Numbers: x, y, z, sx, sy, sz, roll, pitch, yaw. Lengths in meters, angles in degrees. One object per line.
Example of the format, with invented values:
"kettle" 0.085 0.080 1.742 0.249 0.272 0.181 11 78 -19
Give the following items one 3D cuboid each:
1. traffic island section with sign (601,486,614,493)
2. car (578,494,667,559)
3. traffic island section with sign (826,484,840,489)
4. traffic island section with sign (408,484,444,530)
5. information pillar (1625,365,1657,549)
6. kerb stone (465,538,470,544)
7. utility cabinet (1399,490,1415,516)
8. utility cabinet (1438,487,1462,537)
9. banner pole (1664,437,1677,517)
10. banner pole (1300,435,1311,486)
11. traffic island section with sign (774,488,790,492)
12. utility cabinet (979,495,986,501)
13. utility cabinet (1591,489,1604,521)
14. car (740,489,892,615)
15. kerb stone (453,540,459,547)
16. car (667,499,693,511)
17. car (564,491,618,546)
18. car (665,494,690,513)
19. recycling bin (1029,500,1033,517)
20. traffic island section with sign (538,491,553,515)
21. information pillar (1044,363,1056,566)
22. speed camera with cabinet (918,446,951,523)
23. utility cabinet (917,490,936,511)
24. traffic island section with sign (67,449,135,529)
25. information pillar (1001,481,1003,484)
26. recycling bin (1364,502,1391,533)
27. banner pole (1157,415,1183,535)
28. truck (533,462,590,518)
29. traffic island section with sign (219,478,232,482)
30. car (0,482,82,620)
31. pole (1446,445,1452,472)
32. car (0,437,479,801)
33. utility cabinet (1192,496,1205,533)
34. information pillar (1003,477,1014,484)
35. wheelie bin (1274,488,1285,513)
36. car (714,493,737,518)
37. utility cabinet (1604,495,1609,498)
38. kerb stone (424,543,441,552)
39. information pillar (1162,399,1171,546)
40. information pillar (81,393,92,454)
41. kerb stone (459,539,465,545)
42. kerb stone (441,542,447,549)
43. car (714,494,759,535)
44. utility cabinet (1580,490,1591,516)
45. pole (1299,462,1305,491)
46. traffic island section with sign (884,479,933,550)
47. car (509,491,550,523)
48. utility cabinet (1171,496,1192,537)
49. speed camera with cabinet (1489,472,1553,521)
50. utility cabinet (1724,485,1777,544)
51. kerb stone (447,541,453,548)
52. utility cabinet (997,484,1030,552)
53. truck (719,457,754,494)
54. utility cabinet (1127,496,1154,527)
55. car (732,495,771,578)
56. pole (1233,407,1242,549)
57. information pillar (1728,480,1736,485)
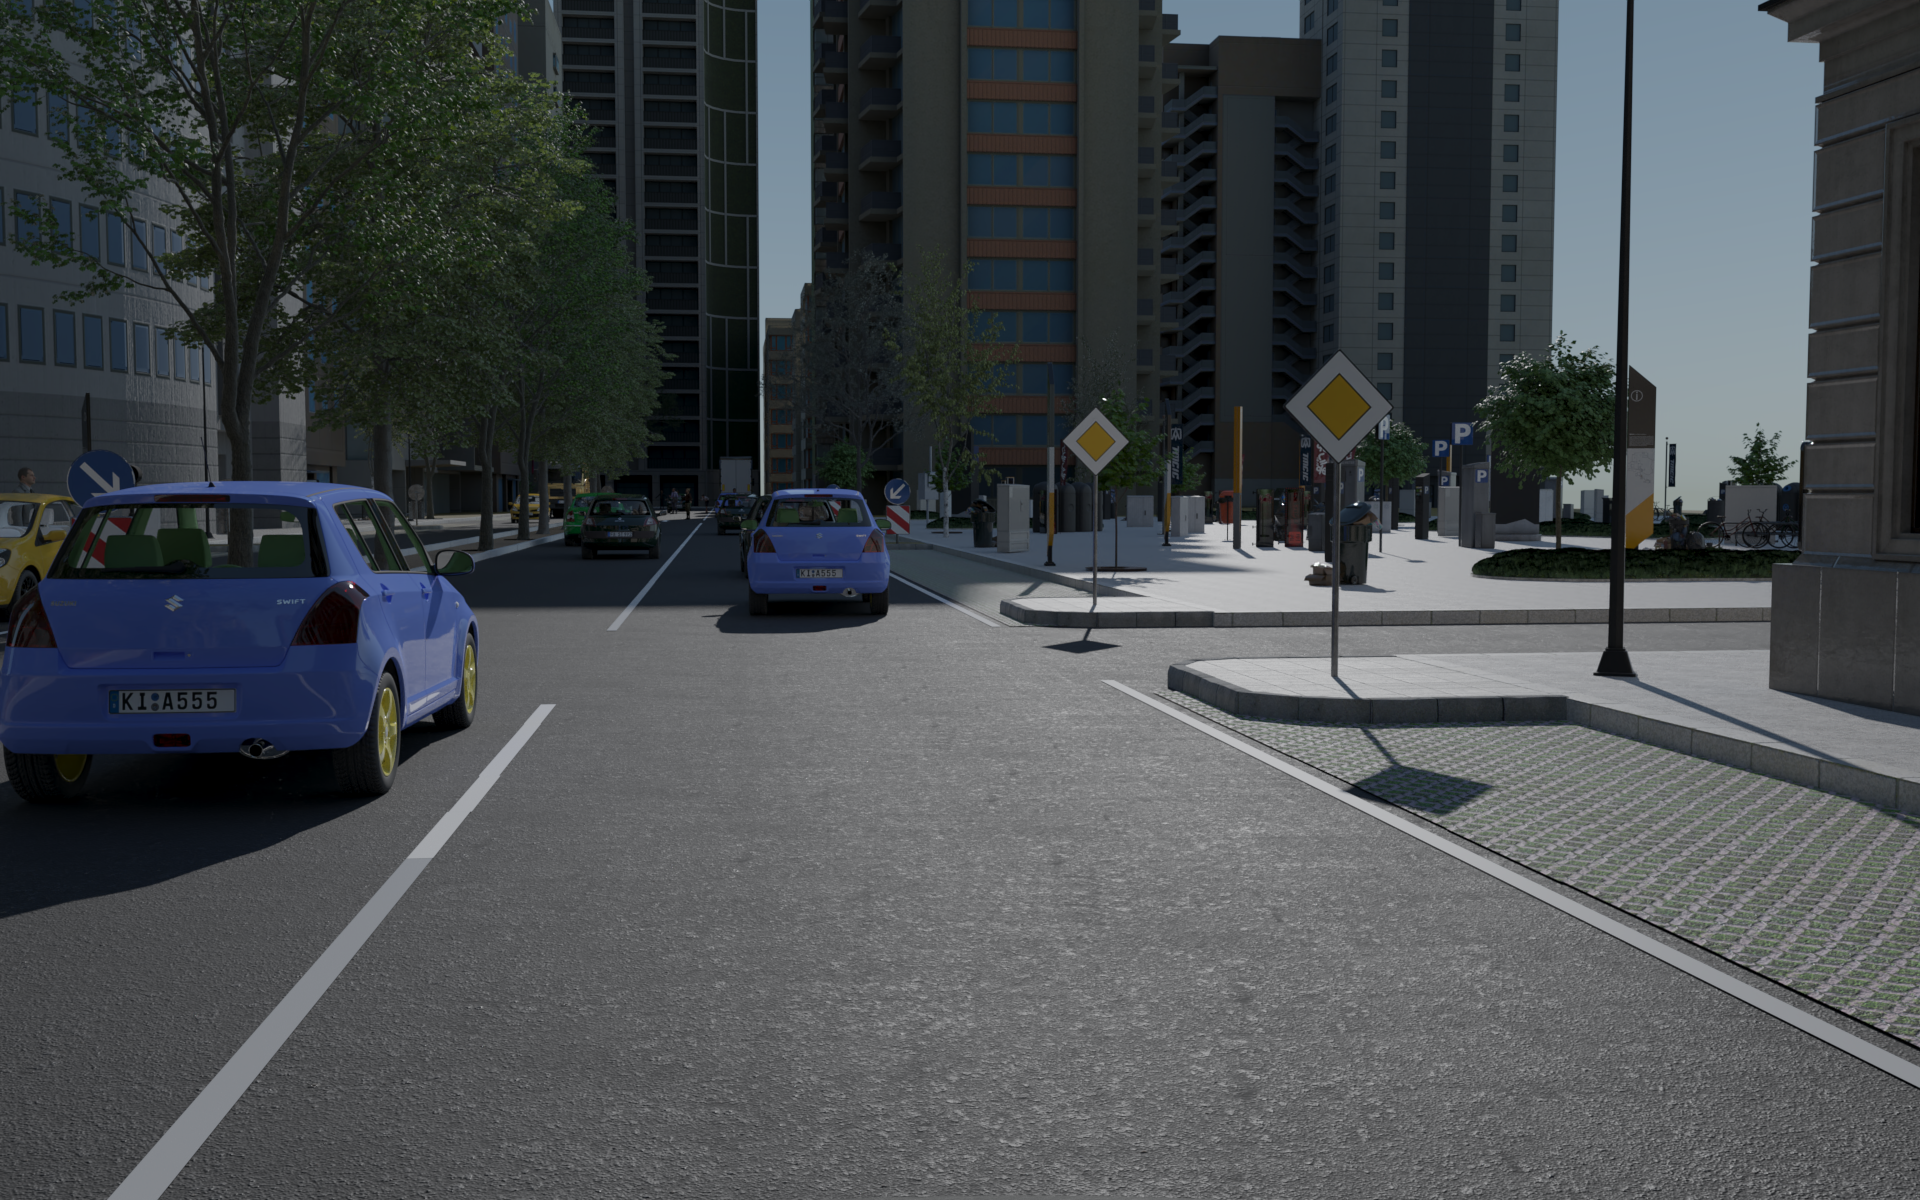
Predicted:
"traffic island section with sign" -18.942 -5.180 92.830 2.006 1.907 1.989 0 4 -8
"car" -7.715 -1.821 39.561 2.009 1.686 4.222 -1 4 -9
"traffic island section with sign" -5.411 -3.864 71.809 1.989 1.847 2.006 0 4 -8
"traffic island section with sign" -21.978 -3.752 69.976 1.989 1.847 2.006 0 4 -8
"information pillar" 12.342 -2.452 31.446 0.504 3.616 0.183 1 4 12
"kerb stone" -14.081 -1.642 49.040 0.120 0.150 1.000 0 4 -8
"utility cabinet" 23.207 -4.942 89.486 0.318 1.500 1.173 -2 4 -24
"utility cabinet" 14.866 -2.638 51.810 1.173 1.500 0.318 -2 4 -27
"banner pole" 30.984 -5.237 75.639 0.401 3.779 0.863 -1 4 -16
"banner pole" 12.939 -4.535 64.164 0.863 3.779 0.401 3 5 40
"traffic island section with sign" -15.726 -8.532 148.121 1.989 1.847 2.006 0 4 -8
"utility cabinet" 0.687 -4.124 78.590 1.020 1.237 0.306 2 4 29
"utility cabinet" 27.102 -3.961 73.441 0.318 1.500 1.173 1 4 15
"car" -1.809 -0.749 21.841 1.945 1.707 3.694 0 4 -6
"kerb stone" -13.801 -1.518 47.010 0.120 0.150 1.000 0 4 -8
"car" -23.046 -7.970 142.113 2.131 1.459 4.920 0 4 -6
"car" -10.203 -2.472 49.207 1.959 1.807 4.718 0 4 -7
"car" -21.275 -7.410 130.946 2.009 1.686 4.222 -1 4 -9
"recycling bin" 2.986 -3.867 75.784 0.722 1.027 0.722 2 4 35
"traffic island section with sign" -28.576 -6.735 118.742 1.989 1.847 2.006 0 4 -8
"information pillar" 1.609 -2.411 30.778 0.183 3.616 0.504 0 4 -2
"speed camera with cabinet" -0.748 -4.781 72.511 2.038 3.252 0.660 -2 4 -33
"utility cabinet" -1.811 -5.176 93.314 0.318 1.500 1.173 3 5 43
"traffic island section with sign" -8.865 -0.626 18.368 2.006 1.907 1.989 0 4 -8
"information pillar" 2.467 -5.512 94.619 0.304 2.012 0.304 -3 5 -42
"recycling bin" 13.991 -2.783 58.053 0.722 1.027 0.722 0 4 -5
"banner pole" 6.647 -3.951 54.611 0.863 3.779 0.401 2 4 24
"truck" -24.090 -6.780 106.770 3.469 3.379 9.791 0 4 -7
"traffic island section with sign" -18.374 -2.118 43.261 1.989 1.847 2.006 0 4 -8
"car" -11.466 -0.637 20.635 2.015 1.641 3.980 0 4 -6
"pole" 20.305 -4.778 71.966 0.158 3.312 0.155 0 3 0
"car" -3.704 0.009 9.446 1.945 1.707 3.694 0 4 -7
"utility cabinet" 7.639 -2.836 57.534 1.020 1.237 0.306 -2 4 -26
"information pillar" 2.162 -4.317 75.078 0.304 2.012 0.304 -1 4 -12
"wheelie bin" 16.746 -5.053 90.519 0.693 1.594 0.980 -2 4 -35
"car" -14.235 -5.951 106.886 1.945 1.707 3.694 0 4 -6
"utility cabinet" 34.844 -5.059 93.883 0.306 1.237 1.020 0 4 3
"kerb stone" -13.394 -1.332 43.970 0.120 0.150 1.000 0 4 -8
"information pillar" 5.093 -3.128 42.492 0.183 3.616 0.504 0 4 -2
"information pillar" -20.242 -2.987 40.198 0.183 3.616 0.504 -3 5 -40
"kerb stone" -13.945 -1.580 48.027 0.120 0.150 1.000 0 4 -8
"kerb stone" -13.533 -1.392 44.984 0.120 0.150 1.000 0 4 -8
"car" -7.761 -3.175 61.706 2.009 1.686 4.222 0 4 -7
"utility cabinet" 33.949 -5.170 93.210 1.173 1.500 0.318 -1 4 -21
"pole" 13.018 -4.408 65.915 0.158 3.312 0.155 0 3 0
"traffic island section with sign" -1.805 -2.230 45.096 1.989 1.847 2.006 0 4 -8
"car" -21.537 -4.686 86.841 2.015 1.641 3.980 -1 4 -9
"utility cabinet" 6.661 -2.526 52.460 0.306 1.237 1.020 1 4 22
"speed camera with cabinet" 18.491 -3.843 57.175 2.038 3.252 0.660 0 4 -5
"utility cabinet" 19.992 -2.148 43.802 1.173 1.500 0.318 2 4 26
"kerb stone" -13.673 -1.452 45.996 0.120 0.150 1.000 0 4 -8
"utility cabinet" 1.183 -1.794 38.003 0.318 1.500 1.173 2 4 24
"truck" -17.539 -8.990 135.901 2.839 4.237 11.283 0 4 -7
"utility cabinet" 6.990 -3.430 67.237 1.020 1.237 0.306 0 4 3
"car" -3.037 -1.292 30.909 2.009 1.686 4.222 -1 4 -9
"pole" 6.482 -2.850 40.444 0.158 3.312 0.155 0 3 0
"information pillar" 40.505 -5.287 90.937 0.304 2.012 0.304 0 4 -8
